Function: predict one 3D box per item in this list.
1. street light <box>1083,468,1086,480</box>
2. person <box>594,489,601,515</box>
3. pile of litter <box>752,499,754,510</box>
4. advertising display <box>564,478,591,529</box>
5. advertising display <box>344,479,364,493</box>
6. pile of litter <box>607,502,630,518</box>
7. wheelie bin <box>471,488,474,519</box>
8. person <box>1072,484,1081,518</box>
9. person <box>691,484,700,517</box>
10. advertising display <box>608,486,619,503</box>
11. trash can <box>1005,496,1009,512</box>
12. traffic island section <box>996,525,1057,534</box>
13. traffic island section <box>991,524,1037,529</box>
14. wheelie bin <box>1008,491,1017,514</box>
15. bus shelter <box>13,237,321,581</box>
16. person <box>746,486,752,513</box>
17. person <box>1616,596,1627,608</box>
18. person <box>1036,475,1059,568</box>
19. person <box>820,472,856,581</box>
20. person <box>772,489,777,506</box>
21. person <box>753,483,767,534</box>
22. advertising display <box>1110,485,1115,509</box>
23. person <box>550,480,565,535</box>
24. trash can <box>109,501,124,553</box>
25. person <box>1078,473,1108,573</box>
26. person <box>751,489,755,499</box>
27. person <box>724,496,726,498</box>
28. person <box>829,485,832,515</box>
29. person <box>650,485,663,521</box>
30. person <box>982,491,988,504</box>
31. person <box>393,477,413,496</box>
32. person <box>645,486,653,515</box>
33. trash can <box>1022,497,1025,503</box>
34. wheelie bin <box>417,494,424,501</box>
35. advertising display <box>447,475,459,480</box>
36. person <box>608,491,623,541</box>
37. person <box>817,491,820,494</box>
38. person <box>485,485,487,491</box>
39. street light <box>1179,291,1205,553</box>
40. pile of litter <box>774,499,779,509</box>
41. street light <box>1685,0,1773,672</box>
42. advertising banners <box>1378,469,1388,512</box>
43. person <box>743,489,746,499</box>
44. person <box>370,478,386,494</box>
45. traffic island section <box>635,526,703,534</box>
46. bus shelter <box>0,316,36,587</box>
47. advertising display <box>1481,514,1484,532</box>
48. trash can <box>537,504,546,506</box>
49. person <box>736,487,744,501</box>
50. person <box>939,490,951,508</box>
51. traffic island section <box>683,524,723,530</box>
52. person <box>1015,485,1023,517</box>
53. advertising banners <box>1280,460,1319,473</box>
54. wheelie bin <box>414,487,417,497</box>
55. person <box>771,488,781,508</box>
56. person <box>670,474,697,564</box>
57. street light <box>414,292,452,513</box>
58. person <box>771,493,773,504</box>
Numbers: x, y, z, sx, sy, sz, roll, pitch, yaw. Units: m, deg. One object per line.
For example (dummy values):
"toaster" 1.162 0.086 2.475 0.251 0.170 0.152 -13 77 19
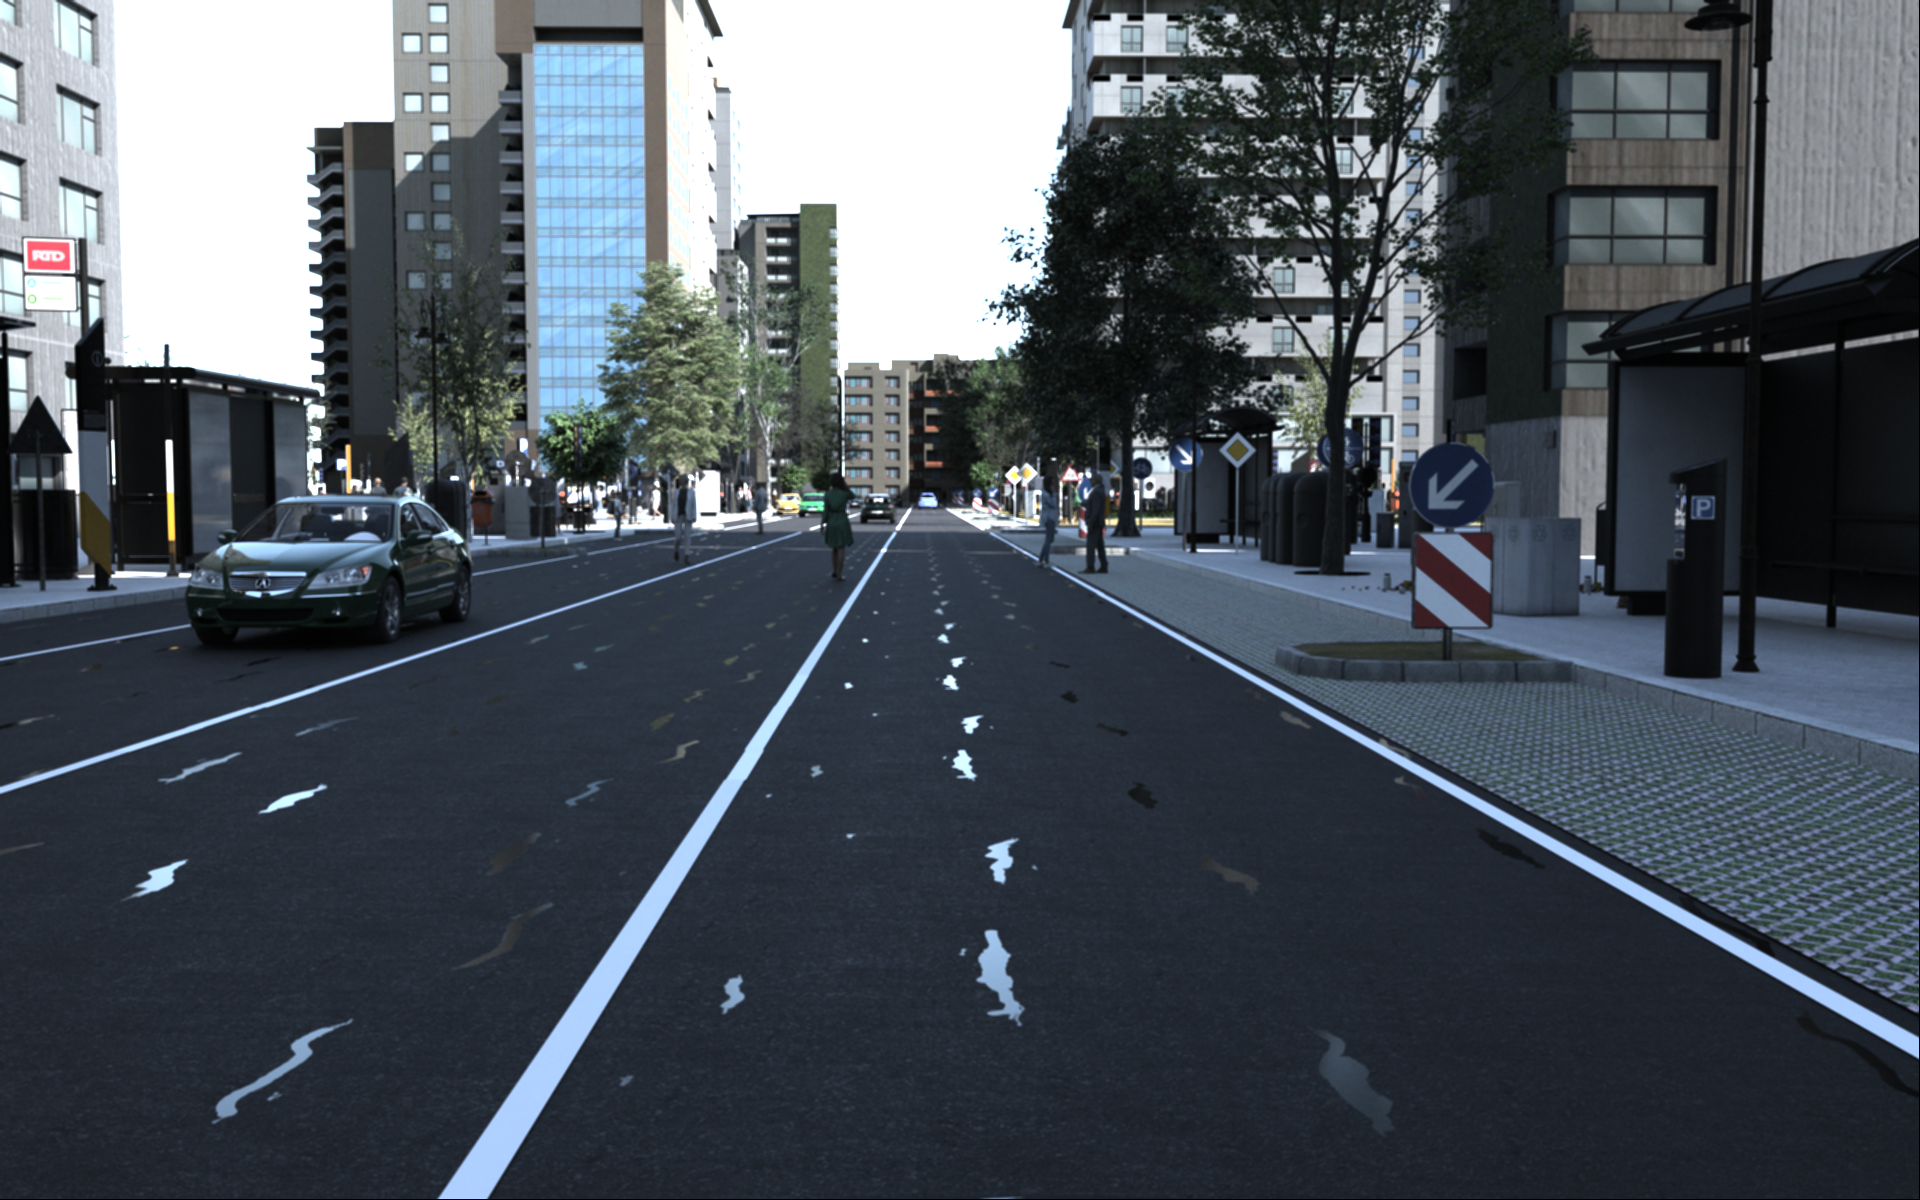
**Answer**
"street light" 4.539 -5.525 63.128 0.468 5.910 1.993 0 4 -1
"person" -22.283 -6.097 106.398 0.731 1.740 0.598 2 4 35
"pile of litter" -16.474 -7.759 140.818 1.176 0.858 1.719 1 4 12
"advertising display" -14.008 -3.562 63.458 0.974 1.923 0.123 -3 4 -37
"advertising display" -26.440 -4.304 75.584 0.123 1.923 0.974 2 4 29
"pile of litter" -18.414 -4.857 93.372 1.176 0.858 1.719 -2 4 -24
"wheelie bin" -28.375 -5.602 99.497 0.980 1.594 0.693 2 4 24
"person" 6.242 -5.268 92.426 0.600 1.795 0.529 -2 4 -35
"person" -13.674 -5.076 89.384 0.444 1.785 0.601 0 4 6
"advertising display" -26.873 -7.887 134.172 0.974 1.923 0.123 0 4 -2
"trash can" 3.610 -7.027 126.543 0.748 1.137 0.748 0 3 0
"traffic island section" 2.482 -2.526 63.574 2.009 0.180 2.903 0 4 -1
"traffic island section" 2.298 -3.014 71.557 2.009 0.180 2.903 0 4 -1
"wheelie bin" 3.510 -6.383 112.262 0.693 1.594 0.980 0 4 -8
"bus shelter" -13.600 -3.193 29.844 2.179 5.291 8.768 0 4 -1
"person" -13.976 -6.655 114.862 0.388 1.821 0.555 -2 4 -29
"person" 7.629 -0.812 19.559 0.529 1.795 0.600 -1 4 -20
"person" 1.698 -1.523 33.673 0.793 1.790 0.793 -2 4 -28
"person" -2.042 -1.227 28.805 0.600 1.795 0.529 0 4 2
"person" -16.490 -9.069 155.046 0.721 1.736 1.217 1 4 19
"person" -7.188 -3.271 62.081 0.391 1.810 0.635 1 4 17
"advertising display" 10.251 -7.046 120.414 0.974 1.923 0.123 0 4 -2
"person" -12.569 -2.858 53.515 0.760 1.731 0.466 -3 5 -44
"trash can" -18.445 -1.587 37.608 0.748 1.137 0.748 0 3 0
"person" 2.369 -1.376 31.180 0.590 1.801 0.661 1 4 15
"person" -19.675 -9.714 165.001 1.348 1.807 0.705 2 4 35
"person" -23.467 -9.954 168.415 1.348 1.869 0.705 -1 4 -12
"person" -5.487 -4.002 74.032 0.679 1.850 0.850 2 4 35
"person" -14.646 -4.698 83.607 0.760 1.731 0.466 1 4 12
"person" 3.252 -12.928 217.947 0.617 1.759 0.750 3 5 43
"person" -16.580 -2.761 51.540 0.623 1.781 0.721 -2 4 -31
"person" -19.293 -6.243 108.218 0.767 1.812 0.694 1 4 21
"trash can" 5.282 -8.056 143.369 0.748 1.137 0.748 0 3 0
"wheelie bin" -29.656 -5.457 97.129 0.693 1.594 0.980 3 4 38
"advertising display" -17.306 -3.301 59.179 0.123 1.923 0.974 0 4 0
"person" -10.533 -2.582 53.310 0.503 1.515 0.523 3 5 45
"person" -17.936 -12.940 218.328 1.217 1.735 0.721 1 4 17
"person" -26.927 -5.620 98.278 0.444 1.785 0.601 3 5 44
"street light" 5.109 -3.973 37.748 0.468 5.910 1.993 0 4 -1
"pile of litter" -15.002 -8.062 145.779 1.176 0.858 1.719 3 4 36
"street light" 5.693 -2.421 12.369 0.468 5.910 1.993 0 4 -1
"advertising banners" 29.854 -7.658 121.394 0.090 3.025 2.074 -2 4 -27
"person" -19.631 -9.264 158.237 0.721 1.736 1.217 0 4 -4
"person" -17.830 -2.859 53.211 0.534 1.772 0.576 3 4 38
"traffic island section" -10.655 -2.507 63.277 2.009 0.180 2.903 0 4 -1
"bus shelter" -13.463 -1.803 20.770 1.731 3.624 6.357 0 4 -1
"advertising display" 17.822 -3.237 58.142 0.123 1.923 0.974 -2 4 -24
"trash can" -22.026 -4.869 91.262 0.748 1.137 0.748 0 3 0
"person" -16.003 -7.348 126.588 0.834 1.777 0.661 3 5 42
"person" -1.639 -10.767 184.559 1.348 1.822 0.705 2 4 27
"traffic island section" -10.840 -2.996 71.260 2.009 0.180 2.903 0 4 -1
"person" 3.314 -5.513 96.356 0.466 1.800 0.511 -1 4 -21
"advertising banners" 17.013 -5.555 87.008 2.074 3.025 0.090 0 4 -3
"wheelie bin" -34.699 -6.147 108.419 0.980 1.594 0.693 3 5 43
"person" -17.280 -9.534 161.893 1.348 1.831 0.705 1 4 13
"person" -5.714 -1.675 35.758 0.514 1.842 0.818 -1 4 -19
"street light" -12.051 -4.096 39.751 0.468 5.910 1.993 0 4 -1
"person" -24.179 -13.016 222.113 0.557 1.426 1.065 1 4 13
